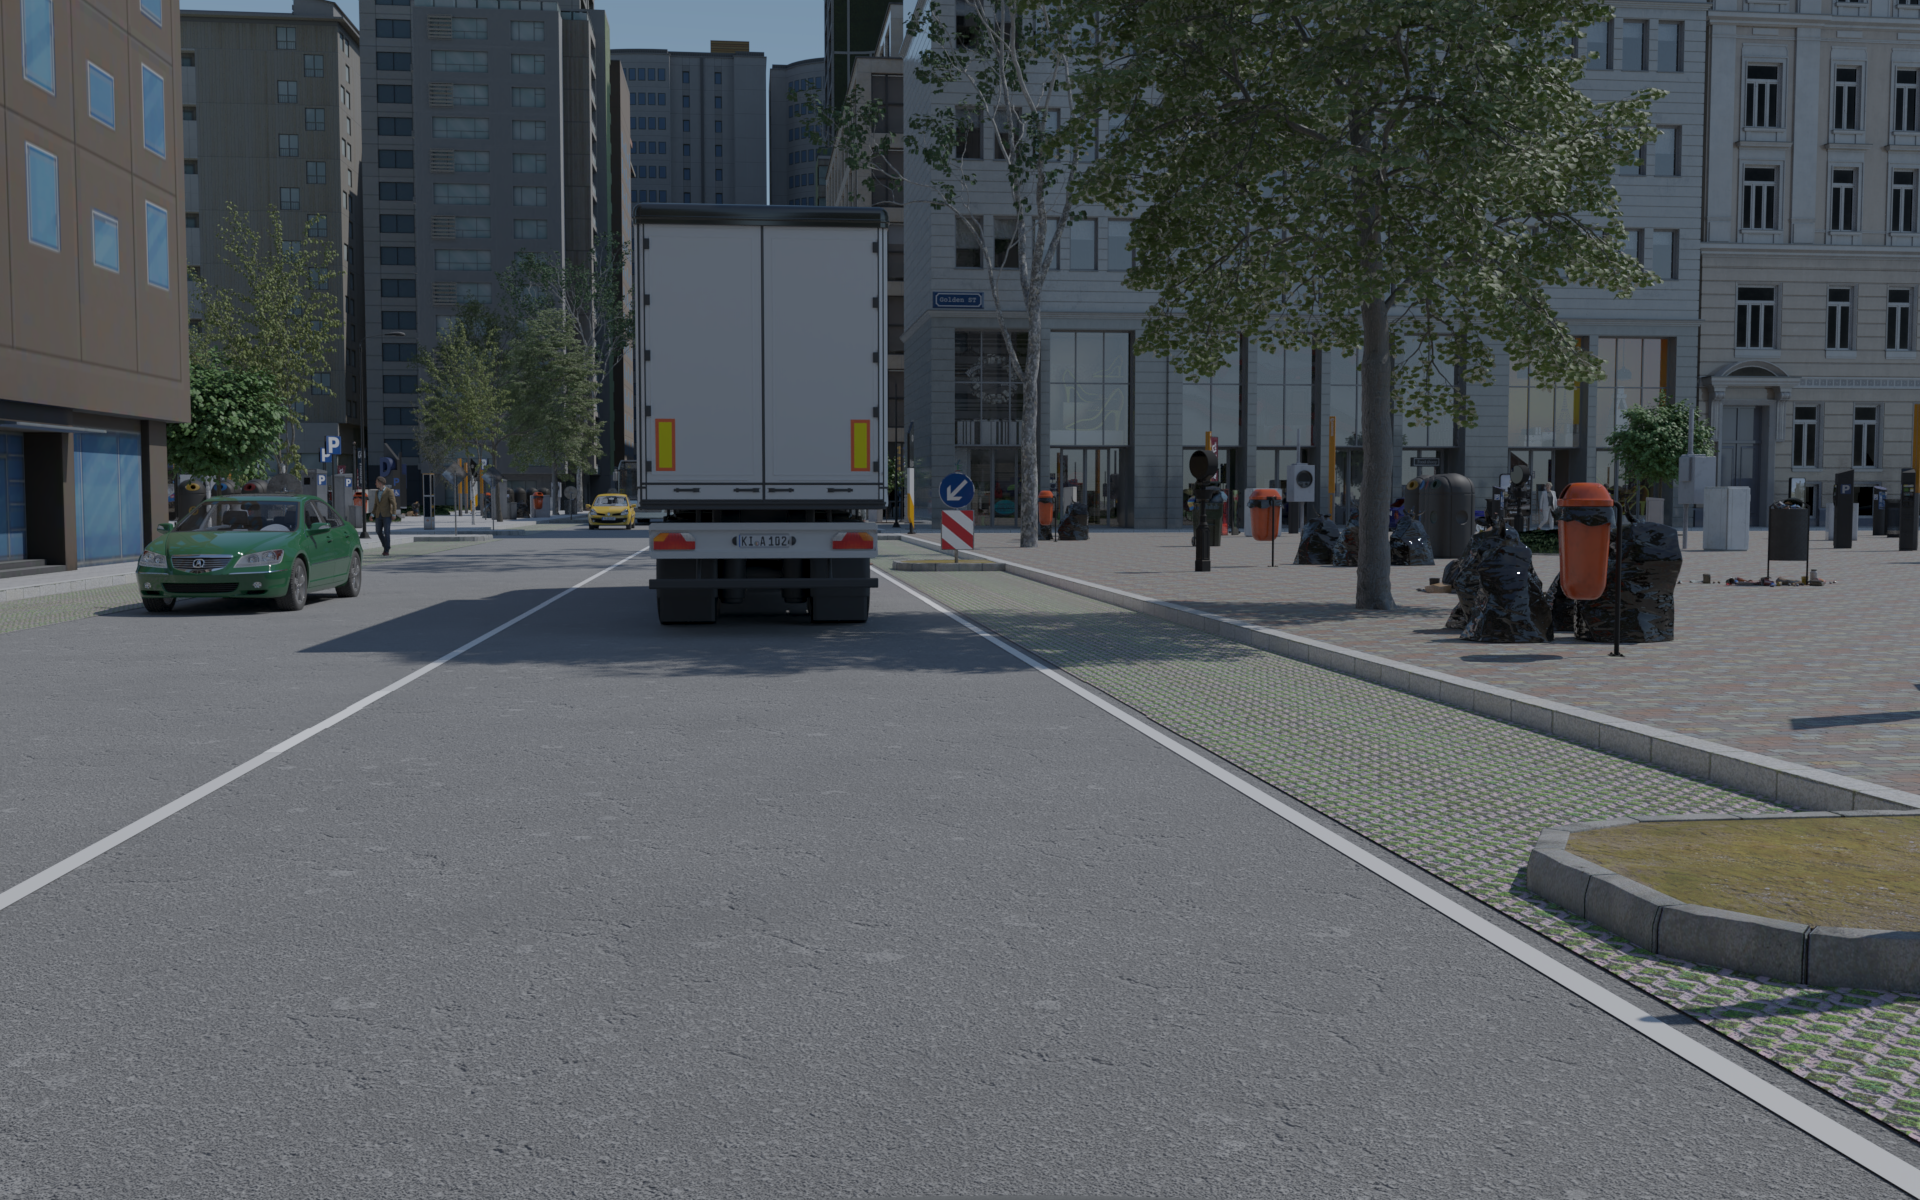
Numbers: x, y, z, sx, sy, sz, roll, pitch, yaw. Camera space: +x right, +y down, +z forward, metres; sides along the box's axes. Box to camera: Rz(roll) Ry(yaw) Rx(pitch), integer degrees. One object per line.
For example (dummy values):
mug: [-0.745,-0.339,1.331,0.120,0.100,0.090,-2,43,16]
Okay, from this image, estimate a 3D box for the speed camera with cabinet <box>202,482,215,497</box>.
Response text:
speed camera with cabinet: [-35.794,-5.354,81.872,2.038,3.252,0.660,2,4,33]

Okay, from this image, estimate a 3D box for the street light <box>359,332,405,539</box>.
street light: [-16.598,-4.721,49.724,1.470,5.913,1.316,0,4,-7]

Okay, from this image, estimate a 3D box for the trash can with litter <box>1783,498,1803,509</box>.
trash can with litter: [24.001,-2.364,50.038,0.624,1.170,1.055,2,4,26]

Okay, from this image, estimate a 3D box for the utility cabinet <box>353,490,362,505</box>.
utility cabinet: [-29.831,-4.739,86.164,0.318,1.500,1.173,0,4,4]

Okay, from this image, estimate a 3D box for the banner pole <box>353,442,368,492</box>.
banner pole: [-28.766,-5.684,82.950,0.863,3.779,0.401,1,4,14]

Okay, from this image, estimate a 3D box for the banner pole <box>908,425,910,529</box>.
banner pole: [-1.767,-4.465,63.018,0.401,3.779,0.863,1,4,9]

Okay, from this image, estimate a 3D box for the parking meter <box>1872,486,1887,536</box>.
parking meter: [28.427,-2.759,53.514,0.372,1.533,0.369,0,3,0]

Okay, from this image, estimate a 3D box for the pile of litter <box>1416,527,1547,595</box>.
pile of litter: [6.848,-0.520,22.471,1.719,0.858,1.176,3,4,37]

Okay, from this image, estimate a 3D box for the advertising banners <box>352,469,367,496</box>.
advertising banners: [-44.691,-8.034,127.544,2.074,3.025,0.090,0,4,1]

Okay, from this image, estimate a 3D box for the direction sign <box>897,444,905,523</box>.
direction sign: [-2.623,-5.256,77.931,0.379,3.537,0.876,2,4,28]

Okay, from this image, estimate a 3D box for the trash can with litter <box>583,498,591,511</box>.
trash can with litter: [-28.322,-7.267,130.205,1.055,1.170,0.624,-3,5,-43]

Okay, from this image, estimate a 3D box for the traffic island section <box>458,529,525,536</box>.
traffic island section: [-16.502,-2.380,61.186,2.009,0.180,2.903,0,4,-7]

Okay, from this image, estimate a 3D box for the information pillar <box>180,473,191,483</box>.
information pillar: [-33.107,-5.065,74.160,0.504,3.616,0.183,-1,4,-21]

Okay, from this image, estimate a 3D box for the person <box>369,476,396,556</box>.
person: [-13.433,-1.952,40.323,0.656,1.842,0.836,-1,4,-8]

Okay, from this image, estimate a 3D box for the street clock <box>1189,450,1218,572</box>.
street clock: [4.020,-1.471,28.622,0.358,2.002,0.471,-2,4,-34]

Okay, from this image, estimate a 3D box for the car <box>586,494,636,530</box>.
car: [-14.240,-3.709,70.860,2.015,1.641,3.980,0,4,-7]

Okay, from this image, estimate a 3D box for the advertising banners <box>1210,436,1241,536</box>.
advertising banners: [8.161,-3.496,53.346,0.090,3.025,2.074,2,4,35]

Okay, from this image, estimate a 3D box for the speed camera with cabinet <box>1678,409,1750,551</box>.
speed camera with cabinet: [17.298,-2.776,39.728,0.660,3.252,2.038,-1,4,-8]

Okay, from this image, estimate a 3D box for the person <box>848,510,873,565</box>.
person: [-2.105,-1.603,34.810,0.635,1.810,0.391,2,4,28]

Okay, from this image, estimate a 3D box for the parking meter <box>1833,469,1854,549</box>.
parking meter: [20.807,-2.147,40.816,0.399,1.863,0.255,1,4,11]

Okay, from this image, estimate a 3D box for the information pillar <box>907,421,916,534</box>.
information pillar: [-1.576,-3.918,55.418,0.183,3.616,0.504,1,4,14]

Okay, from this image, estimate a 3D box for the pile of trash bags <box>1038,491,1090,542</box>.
pile of trash bags: [2.589,-2.333,47.900,1.912,1.369,3.447,1,4,10]

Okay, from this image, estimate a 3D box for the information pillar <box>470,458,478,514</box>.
information pillar: [-31.329,-7.351,111.550,0.183,3.616,0.504,3,5,40]

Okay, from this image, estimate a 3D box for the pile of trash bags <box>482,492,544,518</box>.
pile of trash bags: [-23.687,-5.060,92.483,1.912,1.369,3.447,3,4,38]

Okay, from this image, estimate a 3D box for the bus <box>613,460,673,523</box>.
bus: [-14.725,-5.451,83.976,2.948,3.499,13.247,0,4,-6]

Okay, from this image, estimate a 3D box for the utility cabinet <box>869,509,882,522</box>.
utility cabinet: [-3.913,-4.226,80.258,0.306,1.237,1.020,-2,4,-26]

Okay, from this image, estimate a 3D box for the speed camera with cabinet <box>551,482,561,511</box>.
speed camera with cabinet: [-31.515,-8.433,132.212,2.038,3.252,0.660,0,4,-5]

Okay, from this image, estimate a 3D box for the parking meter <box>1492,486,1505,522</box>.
parking meter: [16.254,-2.683,52.276,0.372,1.533,0.369,0,3,0]

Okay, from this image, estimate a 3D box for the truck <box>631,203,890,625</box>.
truck: [-2.551,-2.047,22.390,2.839,4.237,11.283,0,4,-7]

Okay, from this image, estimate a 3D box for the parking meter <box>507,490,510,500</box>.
parking meter: [-25.510,-5.452,97.557,0.372,1.533,0.369,0,3,0]

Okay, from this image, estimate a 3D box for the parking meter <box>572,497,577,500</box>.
parking meter: [-26.406,-6.733,118.491,0.372,1.533,0.369,0,3,0]

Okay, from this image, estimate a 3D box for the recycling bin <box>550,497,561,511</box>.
recycling bin: [-31.369,-7.422,133.896,0.722,1.027,0.722,-3,5,-42]

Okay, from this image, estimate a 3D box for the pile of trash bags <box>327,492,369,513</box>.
pile of trash bags: [-25.344,-3.640,69.265,3.447,1.369,1.912,0,4,2]

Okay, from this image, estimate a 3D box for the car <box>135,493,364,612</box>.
car: [-9.162,-0.664,22.656,2.131,1.459,4.920,0,4,-6]

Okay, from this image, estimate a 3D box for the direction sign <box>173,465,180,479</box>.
direction sign: [-41.465,-6.099,91.723,0.379,3.537,0.876,2,4,33]

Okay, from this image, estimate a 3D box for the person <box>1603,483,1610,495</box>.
person: [22.102,-3.122,59.726,0.592,1.802,0.473,1,4,21]

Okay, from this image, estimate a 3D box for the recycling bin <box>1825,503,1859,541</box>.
recycling bin: [24.446,-2.169,48.024,0.722,1.027,0.722,1,4,19]

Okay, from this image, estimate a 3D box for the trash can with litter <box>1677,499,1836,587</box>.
trash can with litter: [11.338,-0.830,24.631,2.233,1.210,1.678,1,4,18]

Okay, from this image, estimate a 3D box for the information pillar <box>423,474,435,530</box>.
information pillar: [-19.107,-3.536,62.310,0.304,2.012,0.304,0,4,7]

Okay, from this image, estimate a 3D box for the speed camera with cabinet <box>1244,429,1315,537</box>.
speed camera with cabinet: [9.627,-3.536,52.154,2.038,3.252,0.660,-1,4,-14]

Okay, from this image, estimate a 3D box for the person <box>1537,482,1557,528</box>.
person: [20.488,-3.184,60.431,0.514,1.842,0.818,-2,4,-25]

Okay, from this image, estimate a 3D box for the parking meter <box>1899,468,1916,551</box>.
parking meter: [21.386,-2.043,39.107,0.255,1.863,0.399,1,4,23]

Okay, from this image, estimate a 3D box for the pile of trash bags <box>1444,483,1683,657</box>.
pile of trash bags: [5.293,-0.328,15.114,1.912,1.369,3.447,1,4,13]

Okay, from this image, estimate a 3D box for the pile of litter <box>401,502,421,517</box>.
pile of litter: [-31.325,-5.193,98.876,1.176,0.858,1.719,0,4,-8]

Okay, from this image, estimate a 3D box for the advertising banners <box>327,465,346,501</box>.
advertising banners: [-38.239,-6.664,105.138,2.074,3.025,0.090,0,4,7]

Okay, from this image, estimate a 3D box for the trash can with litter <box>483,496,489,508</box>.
trash can with litter: [-28.661,-5.746,105.342,1.055,1.170,0.624,1,4,11]

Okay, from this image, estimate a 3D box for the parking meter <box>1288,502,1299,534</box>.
parking meter: [10.813,-3.083,56.112,0.255,1.863,0.399,0,4,-5]

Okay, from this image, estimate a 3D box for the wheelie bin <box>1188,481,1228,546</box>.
wheelie bin: [6.109,-2.118,42.537,0.980,1.594,0.693,-1,4,-11]

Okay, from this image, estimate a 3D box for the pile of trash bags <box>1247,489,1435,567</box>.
pile of trash bags: [6.716,-1.311,31.195,3.447,1.369,1.912,-1,4,-22]

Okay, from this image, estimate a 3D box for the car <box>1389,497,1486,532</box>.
car: [16.609,-2.900,59.994,3.894,1.354,1.945,0,4,-8]

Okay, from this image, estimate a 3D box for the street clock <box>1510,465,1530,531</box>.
street clock: [14.003,-2.373,43.366,0.358,2.002,0.471,-2,4,-25]

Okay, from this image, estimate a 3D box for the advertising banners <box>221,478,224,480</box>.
advertising banners: [-55.358,-8.312,132.094,2.074,3.025,0.090,0,4,-8]

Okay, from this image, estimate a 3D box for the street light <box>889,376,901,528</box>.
street light: [-2.979,-5.728,66.187,1.470,5.913,1.316,0,4,-7]

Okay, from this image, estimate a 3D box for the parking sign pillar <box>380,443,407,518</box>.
parking sign pillar: [-30.053,-6.291,91.329,1.447,3.967,1.447,3,5,42]

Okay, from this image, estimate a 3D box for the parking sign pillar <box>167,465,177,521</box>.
parking sign pillar: [-37.849,-5.746,82.426,1.447,3.967,1.447,-3,4,-39]

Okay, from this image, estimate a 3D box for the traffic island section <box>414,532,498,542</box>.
traffic island section: [-15.521,-1.895,53.261,2.009,0.180,2.903,0,4,-7]

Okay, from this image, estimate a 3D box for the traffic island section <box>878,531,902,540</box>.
traffic island section: [-2.974,-1.989,54.803,2.009,0.180,2.903,0,4,-7]
